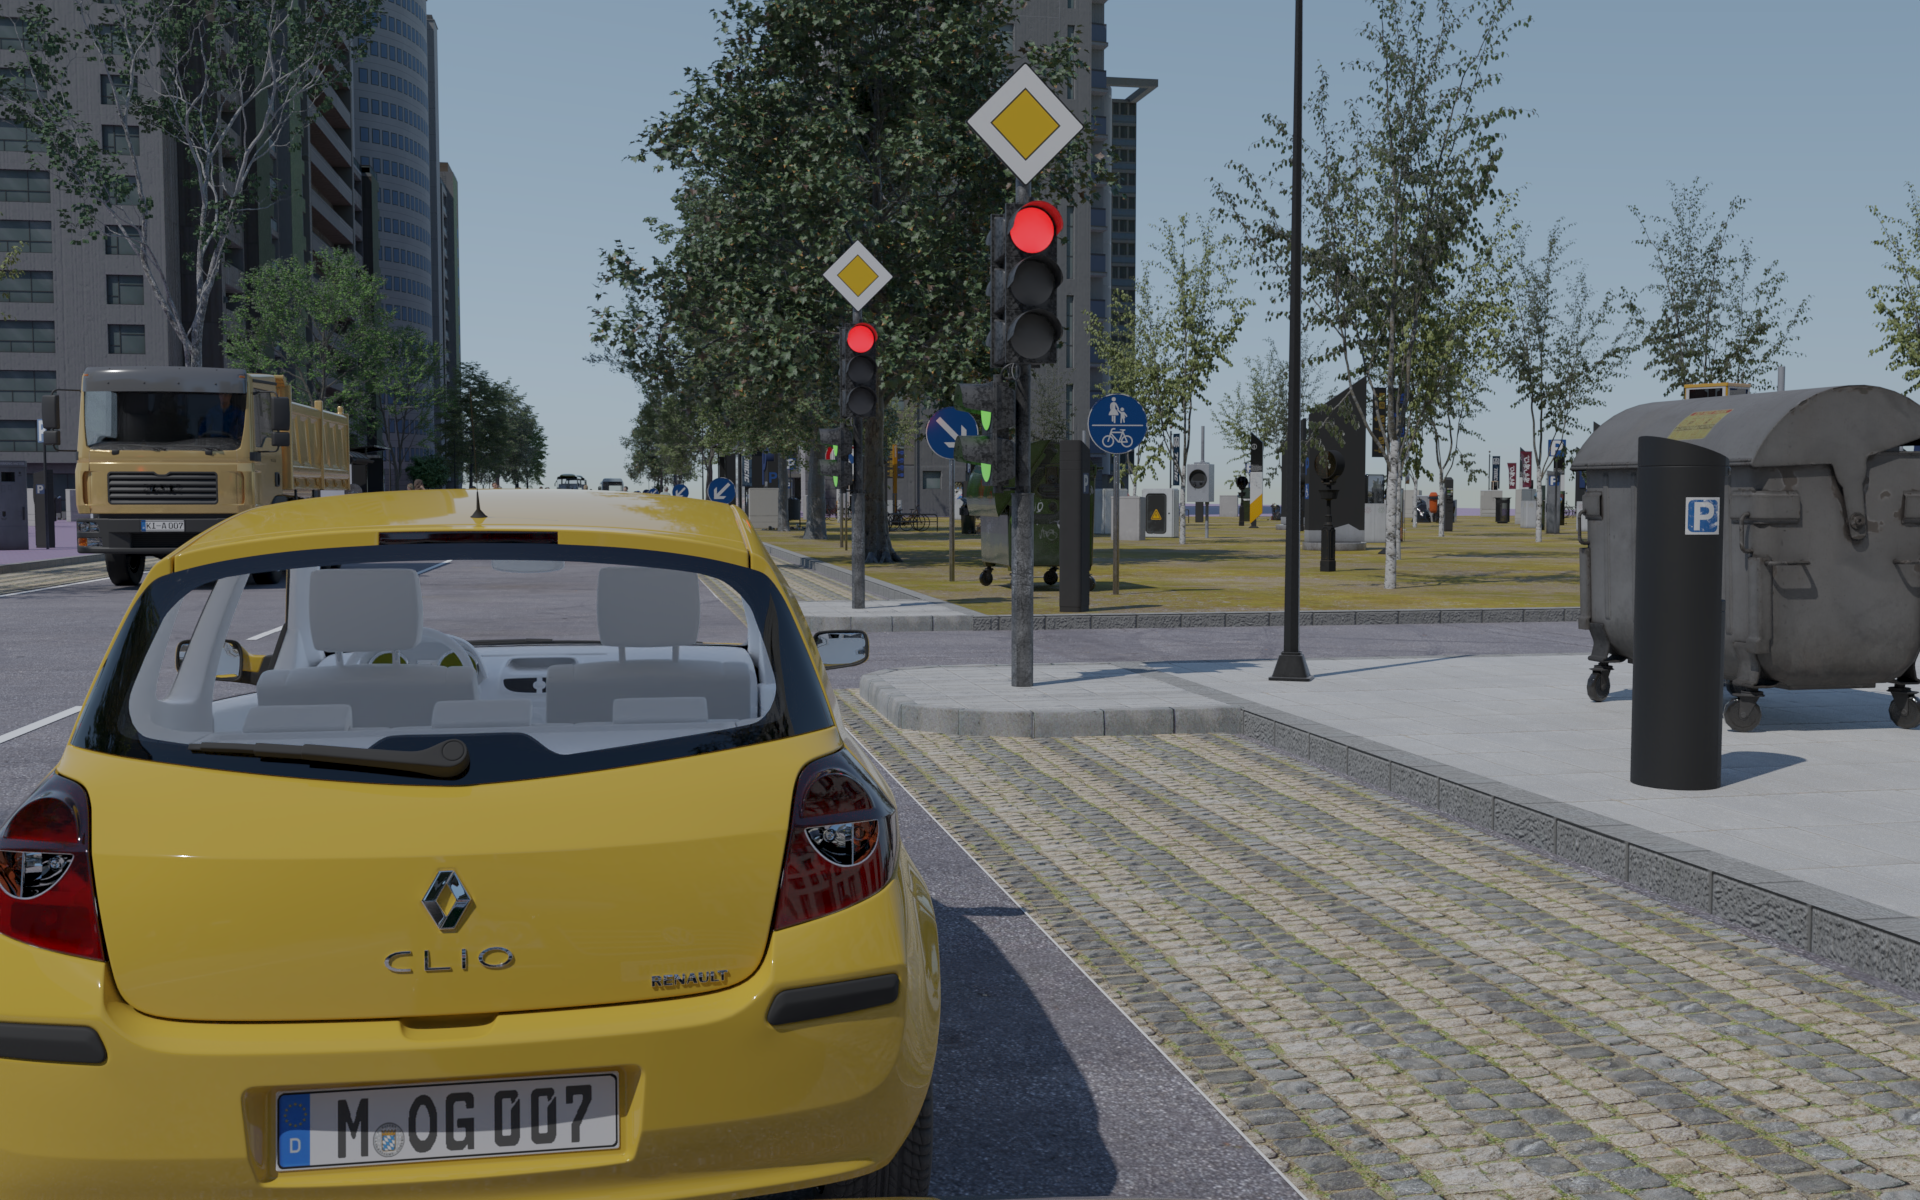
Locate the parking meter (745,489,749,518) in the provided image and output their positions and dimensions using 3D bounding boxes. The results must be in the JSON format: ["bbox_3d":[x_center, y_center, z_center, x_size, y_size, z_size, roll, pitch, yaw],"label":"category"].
[{"bbox_3d":[-8.529,-3.774,70.116,0.372,1.533,0.369,0,3,0],"label":"parking meter"}]

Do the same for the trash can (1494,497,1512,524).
[{"bbox_3d":[23.666,-3.906,75.524,0.748,1.137,0.748,0,3,0],"label":"trash can"}]

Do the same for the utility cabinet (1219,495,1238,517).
[{"bbox_3d":[15.187,-5.299,97.804,1.020,1.237,0.306,1,4,20],"label":"utility cabinet"}]

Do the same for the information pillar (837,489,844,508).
[{"bbox_3d":[-6.331,-6.111,91.275,0.183,3.616,0.504,-3,5,-42],"label":"information pillar"}]

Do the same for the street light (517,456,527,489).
[{"bbox_3d":[-53.325,-14.567,210.711,1.470,5.913,1.316,-1,4,-11],"label":"street light"}]

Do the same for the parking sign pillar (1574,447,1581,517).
[{"bbox_3d":[35.719,-6.731,98.522,1.447,3.967,1.447,0,4,-3],"label":"parking sign pillar"}]

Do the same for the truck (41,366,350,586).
[{"bbox_3d":[-12.470,-2.049,29.423,3.469,3.379,9.791,-1,4,-10],"label":"truck"}]

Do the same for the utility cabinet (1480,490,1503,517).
[{"bbox_3d":[29.558,-5.363,96.364,1.173,1.500,0.318,1,4,16],"label":"utility cabinet"}]

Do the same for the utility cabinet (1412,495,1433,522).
[{"bbox_3d":[21.596,-4.251,80.673,1.020,1.237,0.306,-1,4,-16],"label":"utility cabinet"}]

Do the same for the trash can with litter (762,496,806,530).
[{"bbox_3d":[-6.358,-3.146,62.489,2.233,1.210,1.678,-3,5,-41],"label":"trash can with litter"}]

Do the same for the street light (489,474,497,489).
[{"bbox_3d":[-44.322,-11.778,165.105,1.470,5.913,1.316,-1,4,-11],"label":"street light"}]

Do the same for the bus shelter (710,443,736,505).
[{"bbox_3d":[-10.913,-5.601,82.864,1.731,3.624,6.357,-1,4,-11],"label":"bus shelter"}]

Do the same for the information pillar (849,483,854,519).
[{"bbox_3d":[-5.613,-5.232,90.036,0.304,2.012,0.304,0,3,0],"label":"information pillar"}]

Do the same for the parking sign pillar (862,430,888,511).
[{"bbox_3d":[-3.639,-5.034,70.773,1.447,3.967,1.447,-1,4,-14],"label":"parking sign pillar"}]

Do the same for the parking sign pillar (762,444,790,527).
[{"bbox_3d":[-7.337,-4.811,67.129,1.447,3.967,1.447,-1,4,-14],"label":"parking sign pillar"}]

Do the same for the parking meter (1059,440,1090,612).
[{"bbox_3d":[1.254,-0.807,18.912,0.255,1.863,0.399,1,4,20],"label":"parking meter"}]

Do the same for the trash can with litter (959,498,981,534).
[{"bbox_3d":[0.500,-2.693,55.422,1.055,1.170,0.624,2,4,30],"label":"trash can with litter"}]

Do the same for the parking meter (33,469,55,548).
[{"bbox_3d":[-21.817,-2.174,41.250,0.399,1.863,0.255,1,4,11],"label":"parking meter"}]

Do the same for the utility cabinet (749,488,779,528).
[{"bbox_3d":[-7.230,-3.398,64.237,1.173,1.500,0.318,-1,4,-16],"label":"utility cabinet"}]

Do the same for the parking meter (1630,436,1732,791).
[{"bbox_3d":[3.166,0.048,7.622,0.372,1.533,0.369,0,3,0],"label":"parking meter"}]

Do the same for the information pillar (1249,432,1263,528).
[{"bbox_3d":[11.119,-4.503,64.986,0.504,3.616,0.183,2,4,28],"label":"information pillar"}]

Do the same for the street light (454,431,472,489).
[{"bbox_3d":[-36.915,-9.537,128.475,1.470,5.913,1.316,-1,4,-11],"label":"street light"}]

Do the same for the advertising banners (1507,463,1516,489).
[{"bbox_3d":[31.485,-6.131,96.422,2.074,3.025,0.090,0,4,5],"label":"advertising banners"}]

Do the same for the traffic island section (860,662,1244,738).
[{"bbox_3d":[0.439,0.655,11.578,2.009,0.180,2.903,-1,4,-11],"label":"traffic island section"}]

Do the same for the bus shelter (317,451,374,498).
[{"bbox_3d":[-28.464,-5.264,79.998,2.014,3.302,5.546,-1,4,-11],"label":"bus shelter"}]

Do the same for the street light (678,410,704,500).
[{"bbox_3d":[-14.645,-7.484,94.910,1.470,5.913,1.316,-1,4,-11],"label":"street light"}]

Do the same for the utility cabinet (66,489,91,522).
[{"bbox_3d":[-40.486,-4.341,79.661,0.318,1.500,1.173,2,4,26],"label":"utility cabinet"}]

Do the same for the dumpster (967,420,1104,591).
[{"bbox_3d":[1.007,-1.280,23.422,1.502,2.255,1.985,-1,4,-11],"label":"dumpster"}]

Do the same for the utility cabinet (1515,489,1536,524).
[{"bbox_3d":[23.926,-3.952,73.293,1.173,1.500,0.318,-3,5,-42],"label":"utility cabinet"}]

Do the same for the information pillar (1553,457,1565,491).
[{"bbox_3d":[25.819,-5.093,74.622,0.504,3.616,0.183,1,4,21],"label":"information pillar"}]

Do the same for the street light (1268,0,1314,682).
[{"bbox_3d":[1.761,-2.396,11.713,1.470,5.913,1.316,-1,4,-11],"label":"street light"}]

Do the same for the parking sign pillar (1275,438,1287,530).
[{"bbox_3d":[12.061,-4.501,62.056,1.447,3.967,1.447,-2,4,-24],"label":"parking sign pillar"}]

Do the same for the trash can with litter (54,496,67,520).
[{"bbox_3d":[-44.250,-4.560,85.617,1.678,1.210,2.233,1,4,16],"label":"trash can with litter"}]

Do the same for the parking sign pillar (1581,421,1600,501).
[{"bbox_3d":[23.916,-4.604,63.750,1.447,3.967,1.447,2,4,35],"label":"parking sign pillar"}]

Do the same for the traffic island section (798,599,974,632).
[{"bbox_3d":[-1.115,0.176,19.410,2.009,0.180,2.903,-1,4,-11],"label":"traffic island section"}]

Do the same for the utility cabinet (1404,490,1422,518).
[{"bbox_3d":[24.133,-5.139,92.700,0.318,1.500,1.173,-3,5,-43],"label":"utility cabinet"}]

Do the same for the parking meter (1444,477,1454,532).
[{"bbox_3d":[16.683,-3.269,59.153,0.255,1.863,0.399,0,4,3],"label":"parking meter"}]

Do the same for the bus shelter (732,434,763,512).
[{"bbox_3d":[-8.758,-5.956,75.009,2.179,5.291,8.768,-1,4,-11],"label":"bus shelter"}]

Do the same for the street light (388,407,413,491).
[{"bbox_3d":[-29.706,-7.304,91.955,1.470,5.913,1.316,-1,4,-11],"label":"street light"}]

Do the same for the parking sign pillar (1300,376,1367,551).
[{"bbox_3d":[8.575,-3.125,39.573,1.447,3.967,1.447,0,4,-2],"label":"parking sign pillar"}]

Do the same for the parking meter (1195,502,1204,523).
[{"bbox_3d":[10.786,-4.412,77.851,0.399,1.863,0.255,1,4,15],"label":"parking meter"}]

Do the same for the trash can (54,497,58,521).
[{"bbox_3d":[-40.698,-4.017,77.339,0.748,1.137,0.748,0,3,0],"label":"trash can"}]

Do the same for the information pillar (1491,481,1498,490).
[{"bbox_3d":[30.633,-5.799,99.309,0.304,2.012,0.304,0,4,-7],"label":"information pillar"}]

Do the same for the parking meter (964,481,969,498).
[{"bbox_3d":[0.352,-4.349,76.823,0.255,1.863,0.399,2,4,32],"label":"parking meter"}]

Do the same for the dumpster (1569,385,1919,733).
[{"bbox_3d":[4.575,-0.262,10.049,1.264,1.857,1.865,-1,4,-11],"label":"dumpster"}]

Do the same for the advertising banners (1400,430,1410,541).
[{"bbox_3d":[11.895,-3.096,46.800,0.090,3.025,2.074,2,4,30],"label":"advertising banners"}]

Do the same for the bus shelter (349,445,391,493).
[{"bbox_3d":[-29.598,-5.805,86.196,1.731,3.624,6.357,-1,4,-11],"label":"bus shelter"}]

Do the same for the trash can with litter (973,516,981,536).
[{"bbox_3d":[1.631,-2.586,53.332,2.233,1.210,1.678,3,4,37],"label":"trash can with litter"}]

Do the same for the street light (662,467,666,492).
[{"bbox_3d":[-21.934,-9.738,131.756,1.470,5.913,1.316,-1,4,-11],"label":"street light"}]

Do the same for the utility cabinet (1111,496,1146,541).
[{"bbox_3d":[4.683,-2.262,48.140,1.020,1.237,0.306,3,5,44],"label":"utility cabinet"}]

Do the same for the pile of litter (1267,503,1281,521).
[{"bbox_3d":[15.587,-4.308,84.397,1.176,0.858,1.719,0,4,-4],"label":"pile of litter"}]

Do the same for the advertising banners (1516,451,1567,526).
[{"bbox_3d":[23.722,-4.542,70.444,2.074,3.025,0.090,-1,4,-9],"label":"advertising banners"}]

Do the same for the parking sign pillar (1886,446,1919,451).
[{"bbox_3d":[42.351,-5.488,78.202,1.447,3.967,1.447,-1,4,-8],"label":"parking sign pillar"}]

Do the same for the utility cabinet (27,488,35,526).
[{"bbox_3d":[-36.216,-3.642,68.224,1.173,1.500,0.318,2,4,28],"label":"utility cabinet"}]

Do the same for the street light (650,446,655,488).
[{"bbox_3d":[-30.960,-12.500,176.919,1.470,5.913,1.316,-1,4,-11],"label":"street light"}]
